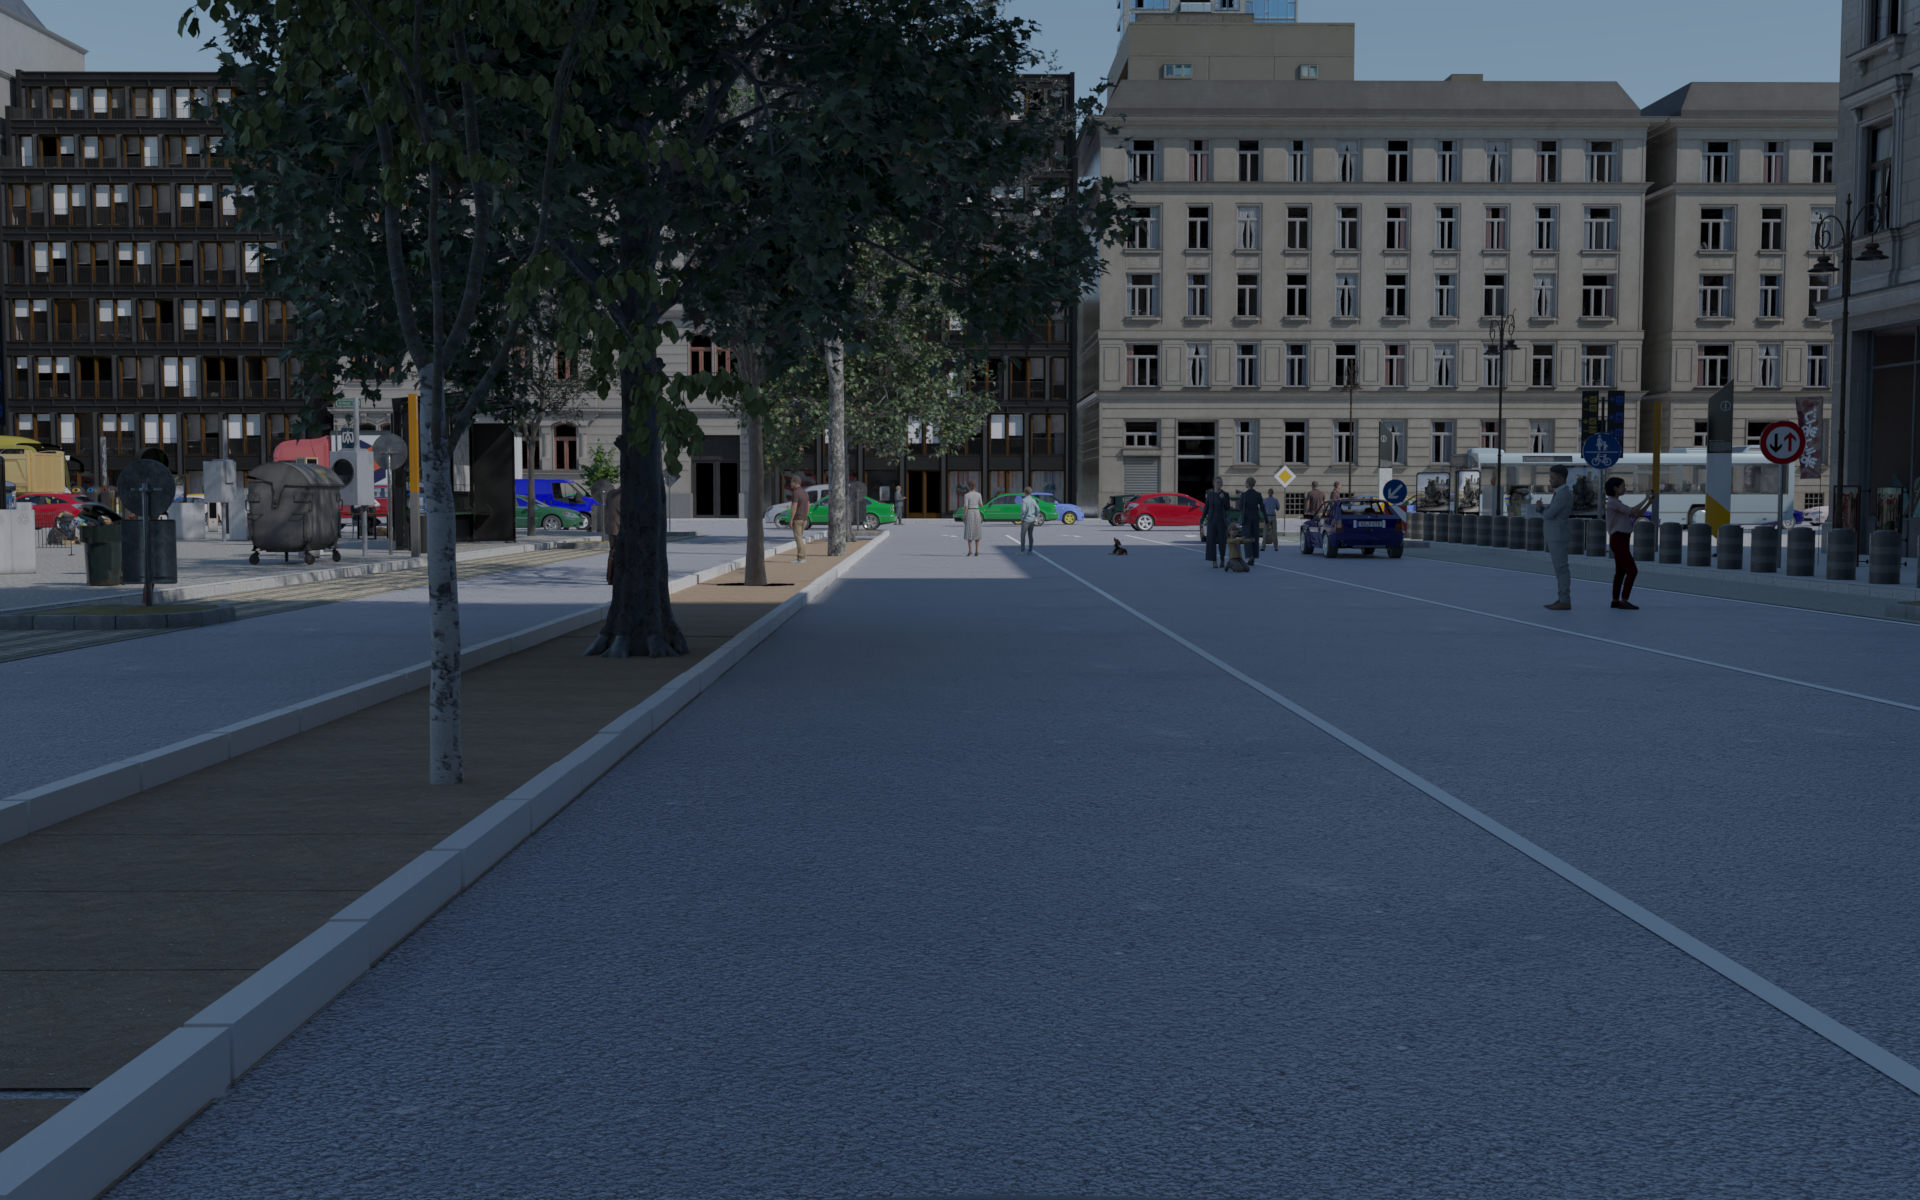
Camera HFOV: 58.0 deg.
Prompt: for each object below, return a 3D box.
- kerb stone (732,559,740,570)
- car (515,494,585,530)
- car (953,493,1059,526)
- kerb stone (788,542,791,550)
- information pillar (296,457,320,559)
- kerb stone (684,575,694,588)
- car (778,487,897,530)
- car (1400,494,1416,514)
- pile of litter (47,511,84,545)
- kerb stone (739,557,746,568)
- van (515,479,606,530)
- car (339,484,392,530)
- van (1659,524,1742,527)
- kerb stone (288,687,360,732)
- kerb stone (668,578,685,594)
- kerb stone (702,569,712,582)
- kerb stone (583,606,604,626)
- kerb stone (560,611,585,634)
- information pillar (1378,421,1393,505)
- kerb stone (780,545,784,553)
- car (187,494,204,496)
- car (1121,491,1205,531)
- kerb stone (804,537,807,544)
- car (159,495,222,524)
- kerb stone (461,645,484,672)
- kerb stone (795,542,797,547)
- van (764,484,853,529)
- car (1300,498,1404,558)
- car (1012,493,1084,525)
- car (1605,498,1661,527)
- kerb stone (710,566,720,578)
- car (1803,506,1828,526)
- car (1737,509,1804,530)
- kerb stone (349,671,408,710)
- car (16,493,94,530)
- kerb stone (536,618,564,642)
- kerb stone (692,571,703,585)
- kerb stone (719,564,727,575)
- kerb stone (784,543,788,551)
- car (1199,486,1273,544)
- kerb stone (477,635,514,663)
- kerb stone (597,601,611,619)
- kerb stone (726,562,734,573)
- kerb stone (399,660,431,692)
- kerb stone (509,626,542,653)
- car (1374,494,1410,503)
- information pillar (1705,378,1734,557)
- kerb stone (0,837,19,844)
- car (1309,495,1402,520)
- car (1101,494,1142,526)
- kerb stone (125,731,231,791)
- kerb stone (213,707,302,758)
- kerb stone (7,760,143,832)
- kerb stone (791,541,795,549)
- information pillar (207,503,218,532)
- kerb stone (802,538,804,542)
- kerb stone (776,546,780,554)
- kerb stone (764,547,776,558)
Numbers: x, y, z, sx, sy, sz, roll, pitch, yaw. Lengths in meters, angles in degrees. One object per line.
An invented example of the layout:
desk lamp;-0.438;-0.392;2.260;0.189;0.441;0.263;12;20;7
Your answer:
kerb stone;-4.283;-0.626;32.472;0.120;0.150;1.000;0;4;-1
car;-16.465;-3.222;64.477;4.920;1.459;2.131;0;4;-1
car;2.043;-4.187;77.261;4.718;1.807;1.959;0;4;-2
kerb stone;-4.430;-1.317;43.789;0.120;0.150;1.000;0;4;-1
information pillar;-12.992;-1.837;34.521;0.304;2.012;0.304;2;4;32
kerb stone;-4.205;-0.240;26.281;0.120;0.150;1.000;0;4;-1
car;-4.875;-3.680;68.960;4.718;1.807;1.959;0;4;1
car;19.072;-3.764;71.139;3.694;1.707;1.945;0;4;-1
pile of litter;-22.509;-1.847;44.160;1.176;0.858;1.719;2;4;24
kerb stone;-4.299;-0.692;33.503;0.120;0.150;1.000;0;4;-1
van;-16.617;-3.938;68.776;5.245;2.365;2.240;0;4;-2
car;-22.808;-3.564;66.950;5.304;1.827;2.281;0;3;0
van;31.924;-4.142;74.737;4.112;2.044;2.013;0;4;0
kerb stone;-4.004;0.693;10.857;0.120;0.150;1.000;0;4;-1
kerb stone;-4.188;-0.187;25.255;0.120;0.150;1.000;0;4;-1
kerb stone;-4.227;-0.376;28.339;0.120;0.150;1.000;0;4;-1
kerb stone;-4.111;0.196;19.077;0.120;0.150;1.000;0;4;-1
kerb stone;-4.098;0.254;18.049;0.120;0.150;1.000;0;4;-1
information pillar;13.670;-3.939;55.749;0.504;3.616;0.183;-1;4;-20
kerb stone;-4.401;-1.195;41.736;0.120;0.150;1.000;0;4;-1
car;-35.365;-4.390;81.999;3.980;1.641;2.015;0;4;-2
car;8.510;-3.563;67.302;4.494;1.783;2.155;0;4;-2
kerb stone;-4.499;-1.636;48.940;0.120;0.150;1.000;0;4;-1
car;-35.251;-4.092;79.261;4.827;1.381;2.083;0;4;-2
kerb stone;-4.044;0.505;13.940;0.120;0.150;1.000;0;4;-1
kerb stone;-4.446;-1.447;45.848;0.120;0.150;1.000;0;4;-1
van;-6.041;-3.958;71.728;4.112;2.044;2.013;0;4;-3
car;9.014;-1.682;40.078;1.945;1.354;3.894;0;4;-1
car;3.982;-4.381;81.225;3.694;1.707;1.945;0;4;-1
car;23.392;-3.095;63.184;3.894;1.354;1.945;0;4;-1
kerb stone;-4.242;-0.438;29.364;0.120;0.150;1.000;0;4;-1
car;40.213;-3.989;77.590;4.827;1.381;2.083;0;4;-1
car;31.973;-3.522;70.159;3.894;1.354;1.945;0;4;-2
kerb stone;-4.022;0.633;11.887;0.120;0.150;1.000;0;4;-1
car;-34.077;-3.353;63.866;4.494;1.783;2.155;0;4;-2
kerb stone;-4.082;0.316;17.024;0.120;0.150;1.000;0;4;-1
kerb stone;-4.216;-0.313;27.311;0.120;0.150;1.000;0;4;-1
kerb stone;-4.257;-0.502;30.399;0.120;0.150;1.000;0;4;-1
kerb stone;-4.417;-1.258;42.763;0.120;0.150;1.000;0;4;-1
car;8.080;-2.506;50.754;2.009;1.686;4.222;0;4;0
kerb stone;-4.064;0.442;14.973;0.120;0.150;1.000;0;4;-1
kerb stone;-4.119;0.128;20.102;0.120;0.150;1.000;0;4;-1
kerb stone;-4.276;-0.565;31.439;0.120;0.150;1.000;0;4;-1
kerb stone;-4.025;0.568;12.915;0.120;0.150;1.000;0;4;-1
kerb stone;-4.063;0.379;15.999;0.120;0.150;1.000;0;4;-1
car;21.005;-4.423;82.544;3.980;1.641;2.015;0;4;0
information pillar;15.436;-2.681;35.192;0.504;3.616;0.183;1;4;11
kerb stone;-3.953;0.945;6.742;0.120;0.150;1.000;0;4;-1
car;17.764;-3.971;76.921;4.499;1.417;2.014;0;4;-1
car;8.404;-4.143;77.525;4.222;1.686;2.009;0;4;-2
kerb stone;-3.984;0.821;8.804;0.120;0.150;1.000;0;4;-1
kerb stone;-3.996;0.756;9.832;0.120;0.150;1.000;0;4;-1
kerb stone;-3.973;0.882;7.779;0.120;0.150;1.000;0;4;-1
kerb stone;-4.444;-1.384;44.823;0.120;0.150;1.000;0;4;-1
information pillar;-25.283;-3.307;58.561;0.304;2.012;0.304;-2;4;-27
kerb stone;-4.476;-1.572;47.904;0.120;0.150;1.000;0;4;-1
kerb stone;-4.390;-1.132;40.711;0.120;0.150;1.000;0;4;-1
kerb stone;-4.372;-1.069;39.674;0.120;0.150;1.000;0;4;-1
